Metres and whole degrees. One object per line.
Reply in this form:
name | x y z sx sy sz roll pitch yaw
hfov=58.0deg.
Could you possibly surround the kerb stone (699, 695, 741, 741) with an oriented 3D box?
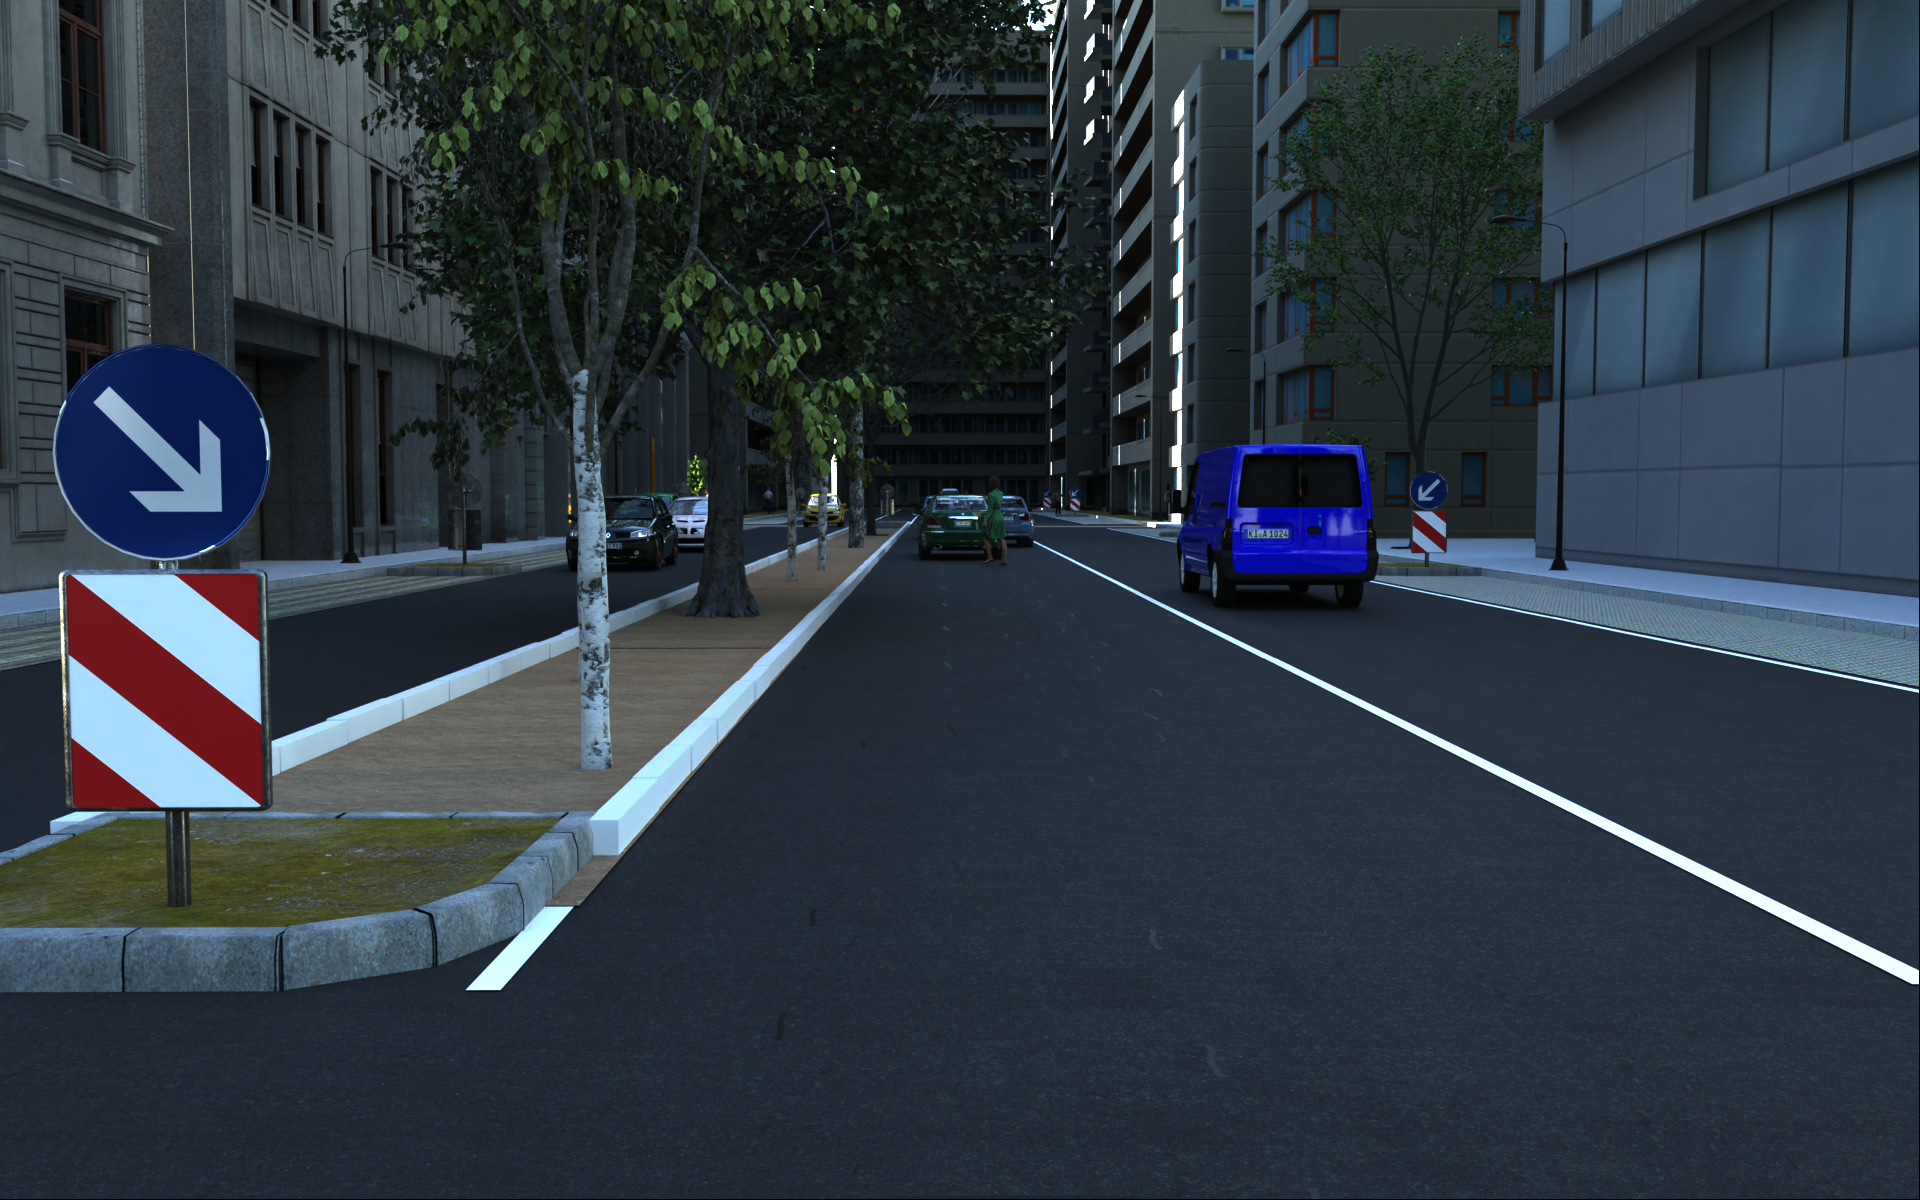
kerb stone | -1.449 0.722 10.398 0.120 0.150 1.000 0 4 -1

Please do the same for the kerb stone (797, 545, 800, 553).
kerb stone | -3.953 -1.157 41.114 0.120 0.150 1.000 0 4 -1

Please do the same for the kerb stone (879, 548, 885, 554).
kerb stone | -1.827 -1.032 39.070 0.120 0.150 1.000 0 4 -1

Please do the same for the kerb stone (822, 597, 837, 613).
kerb stone | -1.586 0.095 20.637 0.120 0.150 1.000 0 4 -1

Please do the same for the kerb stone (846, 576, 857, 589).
kerb stone | -1.649 -0.218 25.762 0.120 0.150 1.000 0 4 -1

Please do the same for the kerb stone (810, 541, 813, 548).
kerb stone | -4.002 -1.399 45.209 0.120 0.150 1.000 0 4 -1

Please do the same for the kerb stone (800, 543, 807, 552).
kerb stone | -3.978 -1.282 43.159 0.120 0.150 1.000 0 4 -1

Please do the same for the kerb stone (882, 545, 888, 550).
kerb stone | -1.845 -1.158 41.121 0.120 0.150 1.000 0 4 -1

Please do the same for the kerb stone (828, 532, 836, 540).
kerb stone | -4.137 -2.033 55.468 0.120 0.150 1.000 0 4 -1

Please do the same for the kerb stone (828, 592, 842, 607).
kerb stone | -1.598 0.039 21.664 0.120 0.150 1.000 0 4 -1

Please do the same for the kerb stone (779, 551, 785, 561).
kerb stone | -3.901 -0.907 37.023 0.120 0.150 1.000 0 4 -1

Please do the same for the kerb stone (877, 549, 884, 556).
kerb stone | -1.809 -0.968 38.044 0.120 0.150 1.000 0 4 -1

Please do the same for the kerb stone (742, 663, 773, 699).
kerb stone | -1.473 0.598 12.447 0.120 0.150 1.000 0 4 -1

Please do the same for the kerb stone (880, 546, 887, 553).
kerb stone | -1.834 -1.095 40.099 0.120 0.150 1.000 0 4 -1

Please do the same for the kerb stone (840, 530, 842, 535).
kerb stone | -4.174 -2.221 58.548 0.120 0.150 1.000 0 4 -1

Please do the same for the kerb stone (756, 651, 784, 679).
kerb stone | -1.497 0.534 13.469 0.120 0.150 1.000 0 4 -1

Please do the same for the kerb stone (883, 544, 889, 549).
kerb stone | -1.868 -1.220 42.145 0.120 0.150 1.000 0 4 -1

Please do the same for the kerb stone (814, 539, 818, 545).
kerb stone | -4.029 -1.526 47.260 0.120 0.150 1.000 0 4 -1

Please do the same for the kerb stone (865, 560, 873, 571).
kerb stone | -1.727 -0.594 31.900 0.120 0.150 1.000 0 4 -1

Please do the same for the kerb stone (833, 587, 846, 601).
kerb stone | -1.614 -0.031 22.694 0.120 0.150 1.000 0 4 -1

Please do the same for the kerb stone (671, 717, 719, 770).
kerb stone | -1.439 0.785 9.371 0.120 0.150 1.000 0 4 -1

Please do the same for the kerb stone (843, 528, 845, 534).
kerb stone | -4.202 -2.349 60.609 0.120 0.150 1.000 0 4 -1

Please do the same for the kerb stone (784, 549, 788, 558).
kerb stone | -3.914 -0.969 38.047 0.120 0.150 1.000 0 4 -1

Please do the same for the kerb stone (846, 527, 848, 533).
kerb stone | -4.233 -2.473 62.680 0.120 0.150 1.000 0 4 -1

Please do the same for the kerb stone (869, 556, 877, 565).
kerb stone | -1.759 -0.716 33.949 0.120 0.150 1.000 0 4 -1

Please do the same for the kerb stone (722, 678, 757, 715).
kerb stone | -1.469 0.662 11.420 0.120 0.150 1.000 0 4 -1

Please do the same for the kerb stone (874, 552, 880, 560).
kerb stone | -1.786 -0.844 35.998 0.120 0.150 1.000 0 4 -1

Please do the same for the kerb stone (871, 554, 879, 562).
kerb stone | -1.774 -0.782 34.976 0.120 0.150 1.000 0 4 -1

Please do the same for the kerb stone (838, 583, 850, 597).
kerb stone | -1.624 -0.093 23.716 0.120 0.150 1.000 0 4 -1

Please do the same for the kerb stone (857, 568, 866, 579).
kerb stone | -1.687 -0.401 28.829 0.120 0.150 1.000 0 4 -1

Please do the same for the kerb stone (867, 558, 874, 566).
kerb stone | -1.754 -0.656 32.922 0.120 0.150 1.000 0 4 -1

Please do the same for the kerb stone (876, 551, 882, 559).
kerb stone | -1.800 -0.907 37.022 0.120 0.150 1.000 0 4 -1

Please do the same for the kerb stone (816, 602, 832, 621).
kerb stone | -1.573 0.162 19.615 0.120 0.150 1.000 0 4 -1

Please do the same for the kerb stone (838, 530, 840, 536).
kerb stone | -4.162 -2.157 57.526 0.120 0.150 1.000 0 4 -1

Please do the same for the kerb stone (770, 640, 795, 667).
kerb stone | -1.506 0.475 14.491 0.120 0.150 1.000 0 4 -1

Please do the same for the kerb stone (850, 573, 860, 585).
kerb stone | -1.664 -0.281 26.784 0.120 0.150 1.000 0 4 -1

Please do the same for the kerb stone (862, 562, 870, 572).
kerb stone | -1.721 -0.530 30.874 0.120 0.150 1.000 0 4 -1

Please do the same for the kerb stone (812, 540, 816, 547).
kerb stone | -4.013 -1.470 46.231 0.120 0.150 1.000 0 4 -1

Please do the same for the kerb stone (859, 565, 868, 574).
kerb stone | -1.704 -0.468 29.851 0.120 0.150 1.000 0 4 -1

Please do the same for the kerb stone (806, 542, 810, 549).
kerb stone | -3.990 -1.342 44.186 0.120 0.150 1.000 0 4 -1

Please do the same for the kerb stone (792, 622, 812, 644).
kerb stone | -1.533 0.349 16.543 0.120 0.150 1.000 0 4 -1

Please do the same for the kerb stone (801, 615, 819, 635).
kerb stone | -1.550 0.287 17.565 0.120 0.150 1.000 0 4 -1

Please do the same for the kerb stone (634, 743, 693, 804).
kerb stone | -1.430 0.847 8.347 0.120 0.150 1.000 0 4 -1

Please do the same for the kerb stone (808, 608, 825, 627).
kerb stone | -1.565 0.221 18.588 0.120 0.150 1.000 0 4 -1

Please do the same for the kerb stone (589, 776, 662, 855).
kerb stone | -1.411 0.910 7.316 0.120 0.150 1.000 0 4 -1

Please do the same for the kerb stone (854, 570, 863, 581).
kerb stone | -1.678 -0.343 27.807 0.120 0.150 1.000 0 4 -1

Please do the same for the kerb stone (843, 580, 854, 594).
kerb stone | -1.633 -0.156 24.739 0.120 0.150 1.000 0 4 -1

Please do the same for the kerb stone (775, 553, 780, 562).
kerb stone | -3.892 -0.843 36.001 0.120 0.150 1.000 0 4 -1

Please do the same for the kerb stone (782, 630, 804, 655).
kerb stone | -1.517 0.409 15.513 0.120 0.150 1.000 0 4 -1

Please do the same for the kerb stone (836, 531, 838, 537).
kerb stone | -4.153 -2.098 56.490 0.120 0.150 1.000 0 4 -1
